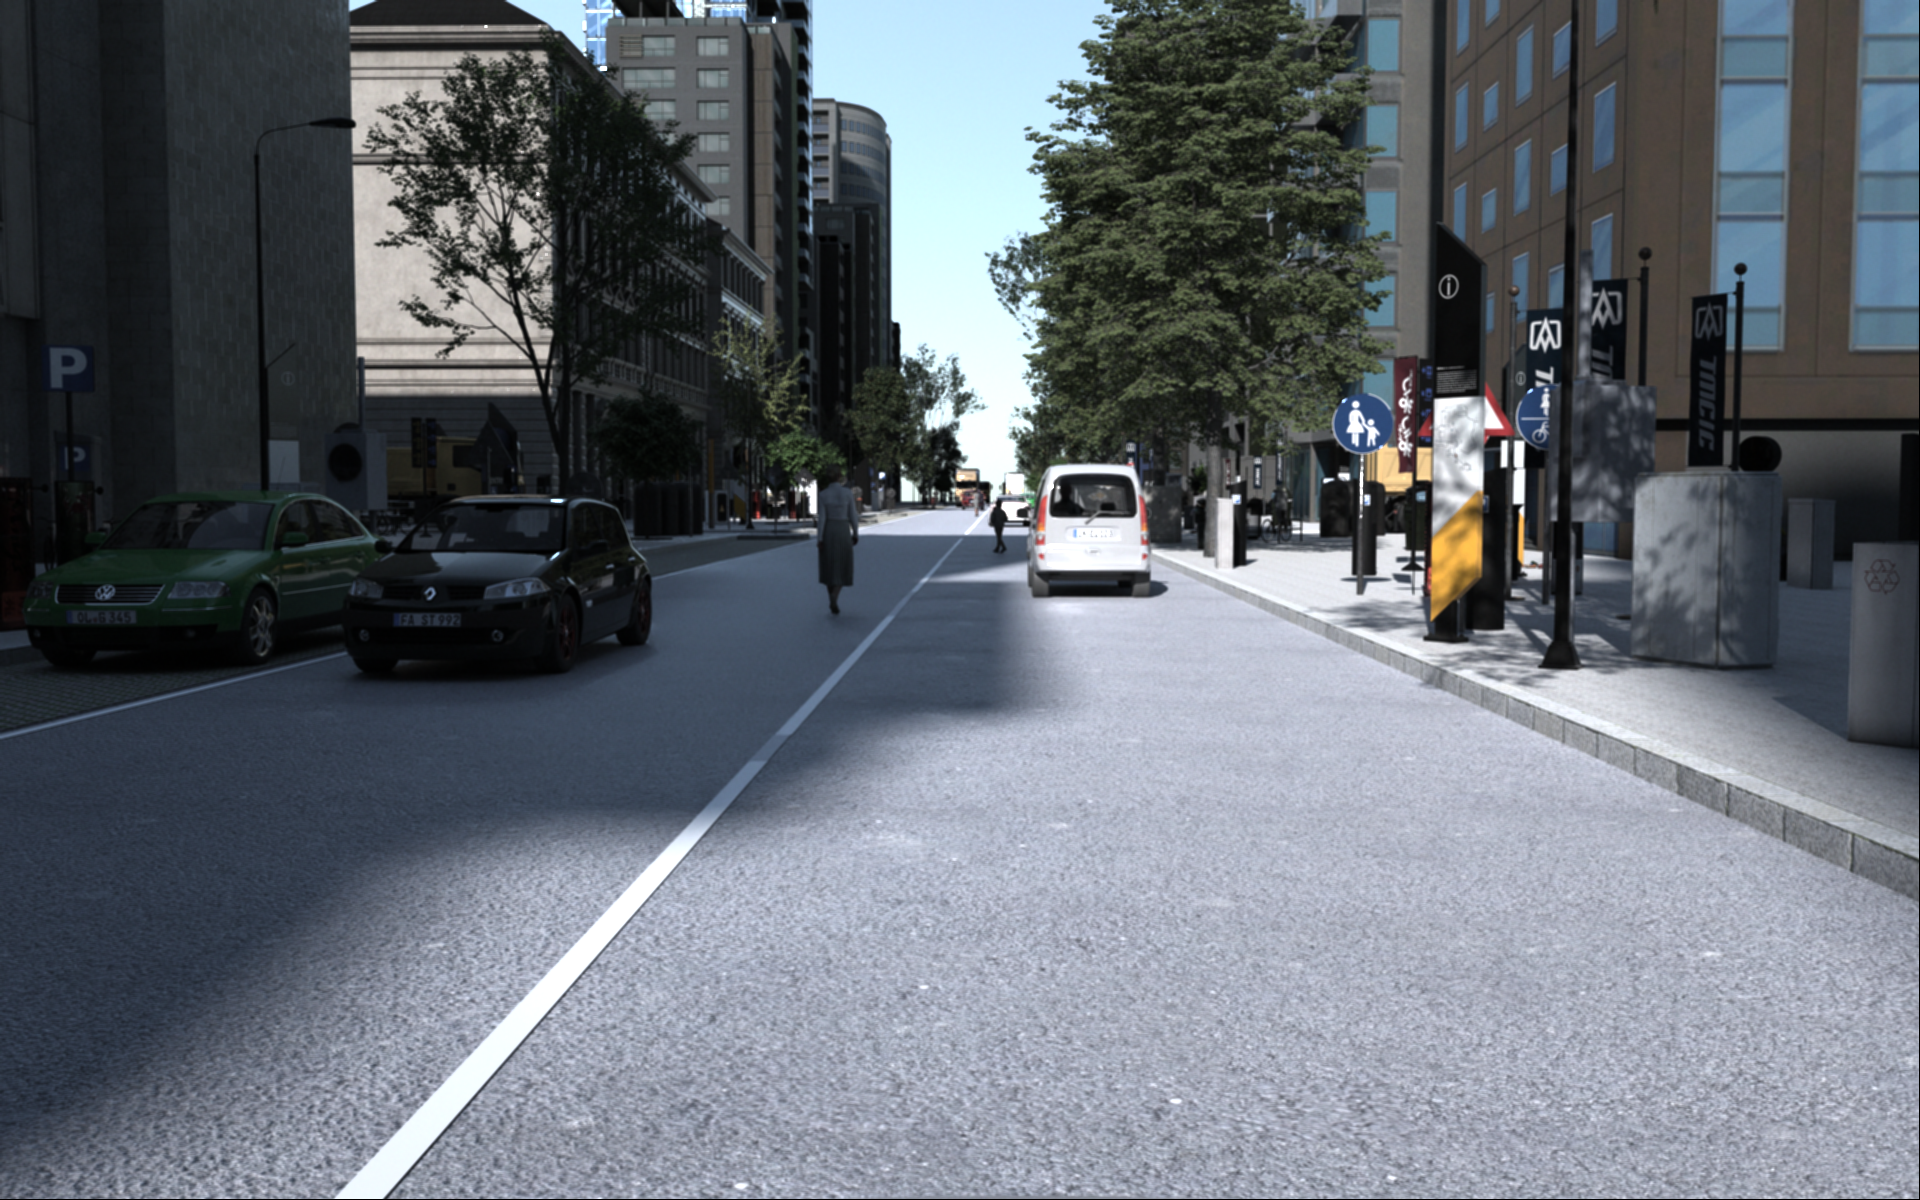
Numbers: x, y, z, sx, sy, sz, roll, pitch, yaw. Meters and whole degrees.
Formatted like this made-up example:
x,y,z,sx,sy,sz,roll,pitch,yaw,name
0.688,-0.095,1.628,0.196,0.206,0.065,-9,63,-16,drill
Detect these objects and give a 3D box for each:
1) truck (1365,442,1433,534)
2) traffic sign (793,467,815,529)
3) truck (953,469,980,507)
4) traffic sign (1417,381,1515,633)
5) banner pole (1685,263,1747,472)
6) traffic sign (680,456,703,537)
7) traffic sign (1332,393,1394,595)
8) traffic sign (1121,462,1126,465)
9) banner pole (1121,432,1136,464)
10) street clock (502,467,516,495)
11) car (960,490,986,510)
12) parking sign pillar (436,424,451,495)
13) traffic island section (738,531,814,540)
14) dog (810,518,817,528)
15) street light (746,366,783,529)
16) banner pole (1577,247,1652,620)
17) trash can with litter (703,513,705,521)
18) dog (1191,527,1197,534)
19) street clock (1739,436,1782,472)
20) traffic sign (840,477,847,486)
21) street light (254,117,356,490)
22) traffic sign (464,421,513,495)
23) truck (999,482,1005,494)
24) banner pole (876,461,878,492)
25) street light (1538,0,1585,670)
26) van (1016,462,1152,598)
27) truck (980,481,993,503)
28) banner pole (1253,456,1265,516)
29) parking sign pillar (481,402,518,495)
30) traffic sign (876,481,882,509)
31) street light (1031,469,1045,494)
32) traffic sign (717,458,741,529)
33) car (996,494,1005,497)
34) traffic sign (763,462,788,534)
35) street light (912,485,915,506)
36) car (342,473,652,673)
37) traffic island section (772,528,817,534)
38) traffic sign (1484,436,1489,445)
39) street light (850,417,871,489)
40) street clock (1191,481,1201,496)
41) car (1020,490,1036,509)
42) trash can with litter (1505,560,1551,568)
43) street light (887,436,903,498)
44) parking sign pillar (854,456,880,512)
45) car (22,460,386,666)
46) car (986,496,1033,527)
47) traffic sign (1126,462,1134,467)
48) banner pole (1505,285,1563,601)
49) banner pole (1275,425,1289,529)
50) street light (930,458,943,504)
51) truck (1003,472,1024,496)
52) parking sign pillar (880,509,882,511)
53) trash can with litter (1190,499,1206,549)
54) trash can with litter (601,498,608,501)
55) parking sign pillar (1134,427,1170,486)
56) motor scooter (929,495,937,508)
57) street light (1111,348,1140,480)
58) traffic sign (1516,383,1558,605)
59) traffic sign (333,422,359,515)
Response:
x,y,z,sx,sy,sz,roll,pitch,yaw,name
18.758,-3.831,58.566,9.791,3.379,3.469,0,4,1,truck
-5.672,-3.635,63.081,0.795,2.450,0.064,0,4,1,traffic sign
0.836,-12.467,192.753,2.839,4.237,11.283,0,4,2,truck
4.656,-0.978,15.995,0.884,2.594,0.081,0,4,5,traffic sign
8.353,-1.777,19.078,0.401,3.779,0.863,-2,4,-26,banner pole
-7.994,-3.136,51.385,0.768,2.556,0.104,0,4,5,traffic sign
5.096,-1.339,21.991,0.768,2.556,0.104,0,4,3,traffic sign
5.171,-3.129,54.807,0.795,2.450,0.064,0,4,1,traffic sign
6.790,-4.910,70.296,0.863,3.779,0.401,-2,4,-26,banner pole
-12.138,-2.574,46.650,0.358,2.002,0.471,0,4,-5,street clock
1.184,-9.158,158.401,2.281,1.827,5.304,0,3,0,car
-19.648,-4.725,65.718,1.447,3.967,1.447,-3,5,-42,parking sign pillar
-5.893,-2.011,55.161,2.009,0.180,2.903,0,4,1,traffic island section
-5.946,-3.210,72.671,0.550,0.427,0.748,-3,4,-38,dog
-7.110,-5.529,62.934,1.470,5.913,1.316,0,4,1,street light
6.748,-1.699,17.788,0.863,3.779,0.401,2,4,30,banner pole
-11.783,-4.269,81.182,1.055,1.170,0.624,3,5,42,trash can with litter
8.147,-2.450,60.252,0.748,0.427,0.550,-1,4,-10,dog
10.011,-1.051,21.753,0.358,2.002,0.471,-3,5,-40,street clock
-7.051,-6.265,102.535,0.768,2.556,0.104,0,4,5,traffic sign
-8.142,-2.995,21.515,1.470,5.913,1.316,0,4,1,street light
-8.365,-1.879,30.732,0.884,2.594,0.081,0,4,3,traffic sign
8.227,-17.498,282.014,3.469,3.379,9.791,0,3,0,truck
-6.327,-8.690,132.096,0.401,3.779,0.863,0,4,-2,banner pole
3.903,-2.453,12.640,1.470,5.913,1.316,0,4,1,street light
1.837,-1.123,25.366,2.013,2.044,4.112,0,4,1,van
3.353,-16.607,267.449,3.469,3.379,9.791,0,4,2,truck
17.285,-6.705,99.650,0.863,3.779,0.401,0,4,5,banner pole
-13.436,-3.795,50.526,1.447,3.967,1.447,3,5,43,parking sign pillar
-6.273,-7.998,132.898,0.606,2.300,0.079,0,4,6,traffic sign
7.885,-12.254,172.891,1.470,5.913,1.316,0,4,1,street light
-8.386,-3.842,62.827,0.884,2.594,0.081,0,4,5,traffic sign
6.637,-15.626,267.288,2.131,1.459,4.920,0,4,3,car
-5.869,-3.147,55.098,0.795,2.450,0.064,0,4,1,traffic sign
-4.298,-12.744,180.901,1.470,5.913,1.316,0,4,1,street light
-3.919,-0.328,15.148,2.009,1.686,4.222,0,4,3,car
-5.696,-2.499,63.143,2.009,0.180,2.903,0,4,1,traffic island section
6.684,-1.411,23.178,0.768,2.556,0.104,0,4,6,traffic sign
-6.022,-8.045,104.081,1.470,5.913,1.316,0,4,1,street light
12.758,-5.449,93.659,0.471,2.002,0.358,-1,4,-12,street clock
5.584,-8.201,142.883,1.959,1.807,4.718,0,4,3,car
9.779,-1.168,30.153,2.233,1.210,1.678,0,4,-5,trash can with litter
-5.262,-10.210,139.469,1.470,5.913,1.316,0,4,1,street light
-6.874,-8.193,122.431,1.447,3.967,1.447,3,5,42,parking sign pillar
-6.666,-0.427,15.782,1.959,1.807,4.718,0,4,0,car
2.226,-3.973,77.313,2.083,1.381,4.827,0,4,0,car
6.904,-4.248,69.565,0.768,2.556,0.104,0,4,7,traffic sign
6.835,-1.880,20.760,0.863,3.779,0.401,3,4,36,banner pole
11.730,-4.469,63.084,0.401,3.779,0.863,-2,4,-23,banner pole
-3.174,-15.316,222.949,1.470,5.913,1.316,0,4,1,street light
7.132,-14.637,228.226,2.839,4.237,11.283,0,4,1,truck
-6.497,-8.547,128.210,1.447,3.967,1.447,0,4,-7,parking sign pillar
5.930,-1.765,40.242,1.055,1.170,0.624,-2,4,-24,trash can with litter
-9.342,-1.984,43.825,1.055,1.170,0.624,1,4,20,trash can with litter
7.338,-4.763,66.340,1.447,3.967,1.447,2,4,26,parking sign pillar
-2.718,-9.962,175.650,0.815,1.314,1.986,0,4,3,motor scooter
5.033,-4.993,54.177,1.470,5.913,1.316,0,4,1,street light
6.809,-1.220,20.060,0.768,2.556,0.104,0,4,7,traffic sign
-10.825,-1.878,30.806,0.768,2.556,0.104,0,4,3,traffic sign
